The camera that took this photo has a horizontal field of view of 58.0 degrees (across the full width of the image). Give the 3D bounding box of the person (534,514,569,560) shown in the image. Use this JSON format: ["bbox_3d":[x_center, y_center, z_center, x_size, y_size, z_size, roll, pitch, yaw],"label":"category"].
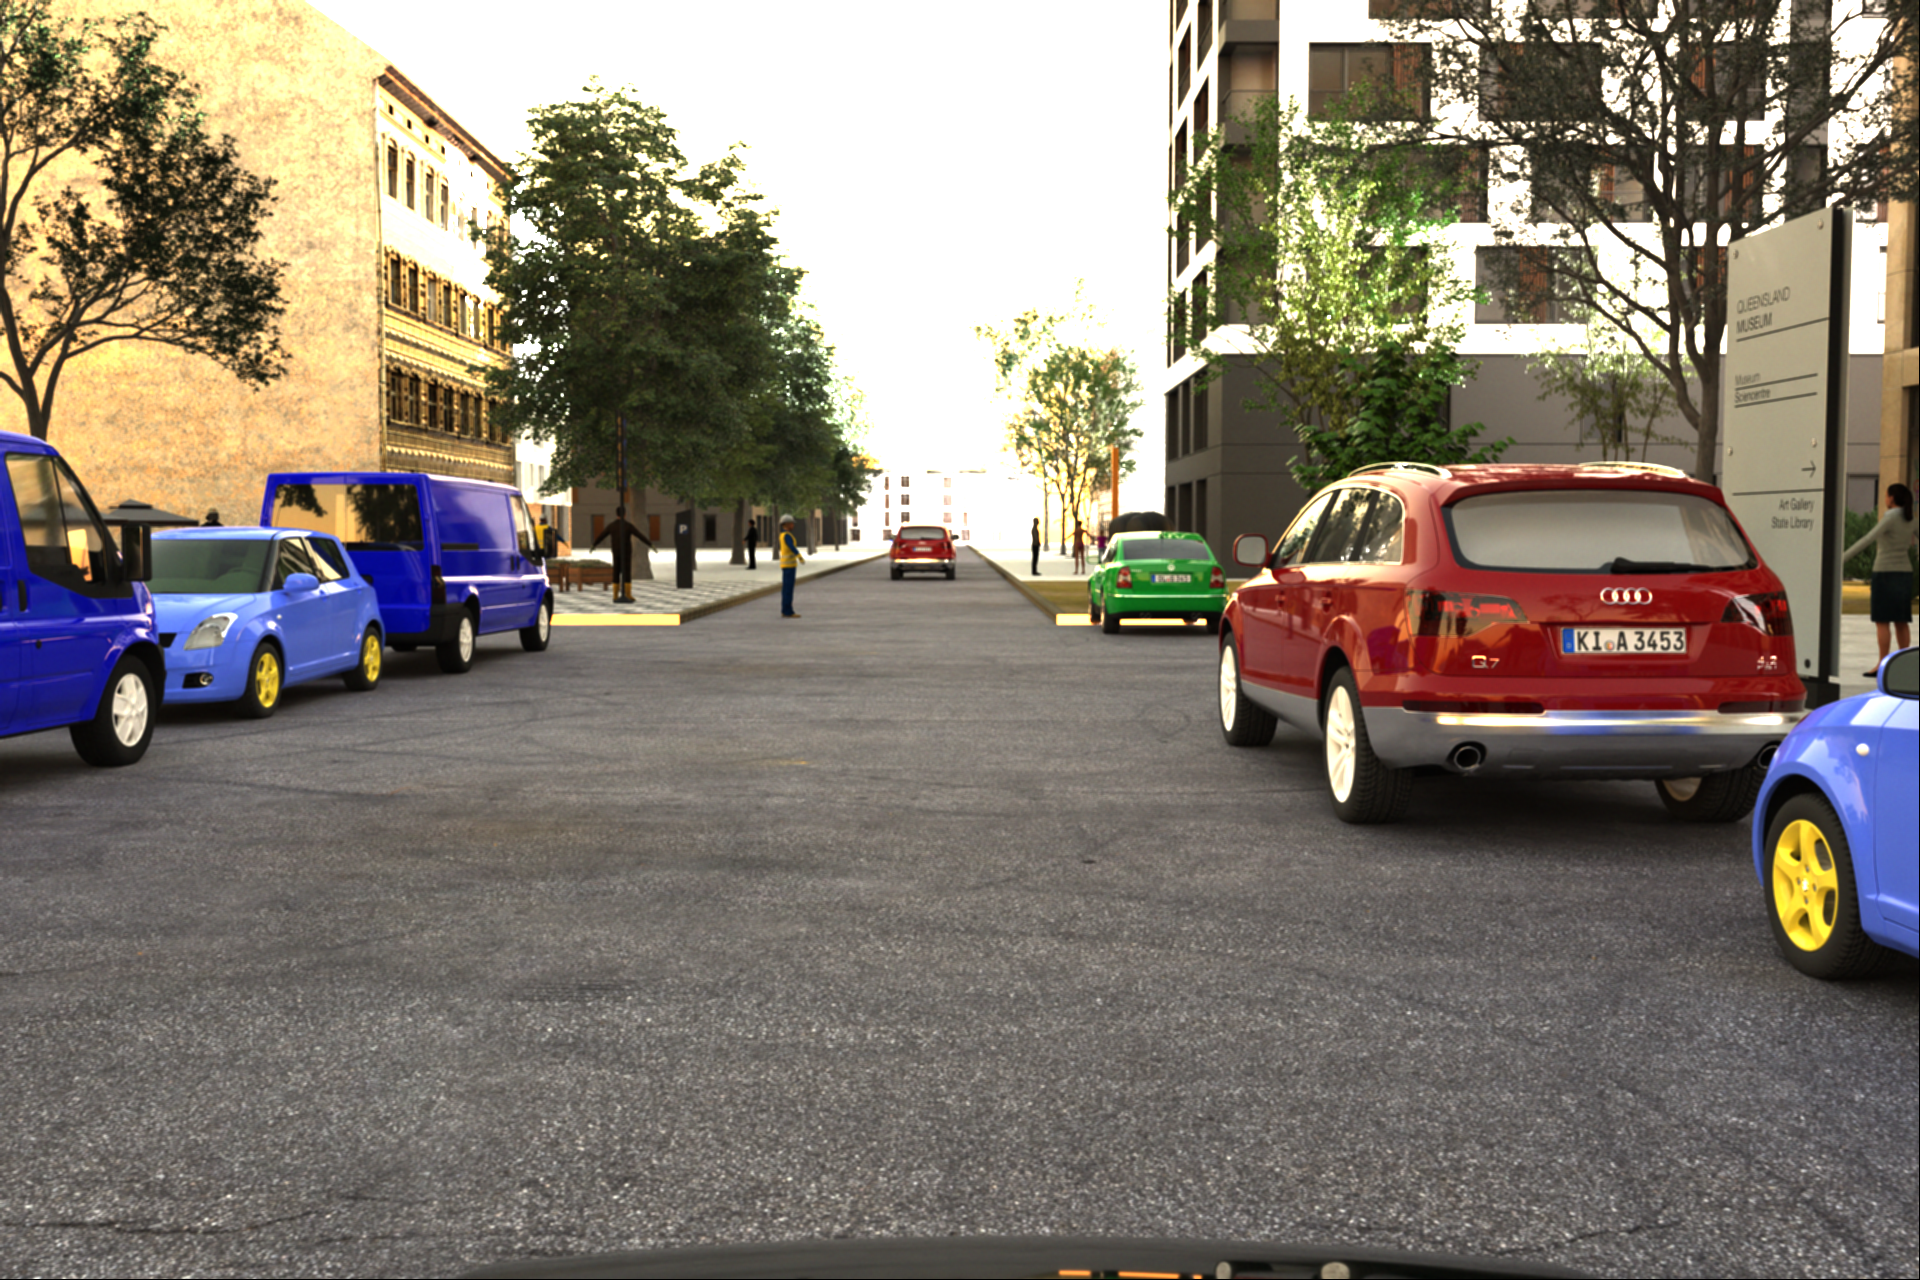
[{"bbox_3d":[-11.237,-2.496,46.778,1.349,1.833,0.705,1,4,10],"label":"person"}]

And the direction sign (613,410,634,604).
[{"bbox_3d":[-6.253,-2.450,32.055,0.379,3.537,0.876,0,4,0],"label":"direction sign"}]

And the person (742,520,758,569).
[{"bbox_3d":[-7.599,-3.475,63.008,0.705,1.806,1.347,1,4,13],"label":"person"}]

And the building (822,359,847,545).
[{"bbox_3d":[-27.790,-21.768,199.888,27.936,21.610,32.646,0,4,-1],"label":"building"}]

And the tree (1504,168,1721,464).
[{"bbox_3d":[12.954,-5.114,33.979,4.360,8.622,3.978,0,3,0],"label":"tree"}]

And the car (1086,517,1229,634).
[{"bbox_3d":[2.936,-1.068,26.257,1.959,1.807,4.718,0,3,0],"label":"car"}]

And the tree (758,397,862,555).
[{"bbox_3d":[-9.307,-10.362,103.839,7.601,10.594,8.767,2,4,25],"label":"tree"}]

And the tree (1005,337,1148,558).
[{"bbox_3d":[6.200,-10.195,92.441,9.928,11.665,9.643,0,3,0],"label":"tree"}]

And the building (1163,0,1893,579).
[{"bbox_3d":[21.406,-13.527,65.144,27.936,21.610,32.646,0,4,0],"label":"building"}]

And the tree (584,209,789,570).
[{"bbox_3d":[-9.899,-8.768,61.490,7.486,12.596,7.792,0,3,0],"label":"tree"}]

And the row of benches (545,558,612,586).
[{"bbox_3d":[-10.299,-1.775,44.480,4.104,0.672,1.422,3,5,44],"label":"row of benches"}]

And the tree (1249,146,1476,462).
[{"bbox_3d":[7.323,-5.061,33.104,4.737,8.622,4.395,0,3,0],"label":"tree"}]

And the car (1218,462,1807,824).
[{"bbox_3d":[2.852,-0.089,10.126,2.281,1.827,5.304,0,4,-1],"label":"car"}]

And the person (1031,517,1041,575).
[{"bbox_3d":[2.389,-2.930,54.026,0.705,1.813,1.348,0,4,0],"label":"person"}]

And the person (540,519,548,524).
[{"bbox_3d":[-13.344,-3.017,55.455,1.347,1.817,0.704,3,4,36],"label":"person"}]

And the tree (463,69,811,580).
[{"bbox_3d":[-8.983,-8.656,48.181,9.857,13.997,8.962,0,3,0],"label":"tree"}]

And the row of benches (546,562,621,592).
[{"bbox_3d":[-9.400,-1.378,37.992,4.104,0.672,1.422,-3,5,-42],"label":"row of benches"}]

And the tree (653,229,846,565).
[{"bbox_3d":[-9.369,-10.162,72.810,9.857,13.997,8.962,0,3,0],"label":"tree"}]

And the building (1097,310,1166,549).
[{"bbox_3d":[21.981,-19.500,149.756,19.493,23.208,18.063,0,4,0],"label":"building"}]

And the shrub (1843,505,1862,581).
[{"bbox_3d":[24.196,-2.656,47.463,1.661,2.075,1.752,0,3,0],"label":"shrub"}]

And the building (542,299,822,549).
[{"bbox_3d":[-28.598,-19.760,167.058,27.936,21.610,32.646,0,4,0],"label":"building"}]

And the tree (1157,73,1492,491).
[{"bbox_3d":[8.394,-7.019,40.523,9.928,11.665,9.643,0,3,0],"label":"tree"}]

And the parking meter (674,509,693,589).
[{"bbox_3d":[-6.497,-2.141,40.714,0.399,1.863,0.255,0,4,0],"label":"parking meter"}]

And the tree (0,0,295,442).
[{"bbox_3d":[-12.704,-5.463,23.739,7.601,10.594,8.767,1,4,21],"label":"tree"}]

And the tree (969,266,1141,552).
[{"bbox_3d":[6.634,-16.405,124.111,12.611,20.169,13.585,0,3,0],"label":"tree"}]

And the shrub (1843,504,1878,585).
[{"bbox_3d":[23.057,-2.389,43.476,1.690,2.028,1.600,0,3,0],"label":"shrub"}]

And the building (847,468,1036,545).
[{"bbox_3d":[-4.296,-16.960,221.896,28.070,9.664,9.099,0,4,-2],"label":"building"}]

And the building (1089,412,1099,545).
[{"bbox_3d":[24.518,-22.248,194.686,19.493,23.208,18.063,0,3,0],"label":"building"}]

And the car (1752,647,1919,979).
[{"bbox_3d":[3.568,0.311,4.505,1.945,1.707,3.694,0,4,-1],"label":"car"}]

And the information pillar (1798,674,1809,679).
[{"bbox_3d":[6.945,-0.615,14.545,0.304,2.012,0.304,0,3,0],"label":"information pillar"}]

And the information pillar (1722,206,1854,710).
[{"bbox_3d":[6.297,-1.344,13.288,0.184,3.620,1.656,0,4,0],"label":"information pillar"}]

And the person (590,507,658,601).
[{"bbox_3d":[-6.451,-1.648,33.084,1.346,1.812,0.704,1,4,8],"label":"person"}]

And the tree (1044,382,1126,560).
[{"bbox_3d":[6.174,-8.160,83.782,4.360,8.622,3.978,0,3,0],"label":"tree"}]

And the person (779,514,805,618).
[{"bbox_3d":[-2.879,-1.279,29.833,0.721,1.772,1.216,-1,4,-19],"label":"person"}]

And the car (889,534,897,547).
[{"bbox_3d":[-3.399,-5.990,107.520,1.945,1.707,3.694,0,3,0],"label":"car"}]

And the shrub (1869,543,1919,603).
[{"bbox_3d":[17.299,-1.273,31.937,1.383,1.207,1.383,0,3,0],"label":"shrub"}]

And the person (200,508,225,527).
[{"bbox_3d":[-16.475,-1.986,38.247,1.354,1.856,0.705,-3,4,-37],"label":"person"}]

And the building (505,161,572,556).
[{"bbox_3d":[-27.895,-14.241,89.262,16.016,20.090,11.380,0,3,0],"label":"building"}]

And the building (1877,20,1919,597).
[{"bbox_3d":[27.761,-13.042,16.444,19.351,26.588,34.151,0,4,0],"label":"building"}]

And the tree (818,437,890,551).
[{"bbox_3d":[-9.436,-12.048,131.398,8.767,10.594,7.601,-2,4,-24],"label":"tree"}]

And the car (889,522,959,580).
[{"bbox_3d":[-1.162,-2.870,55.591,2.281,1.827,5.304,0,4,0],"label":"car"}]

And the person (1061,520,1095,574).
[{"bbox_3d":[3.810,-2.985,55.611,1.217,1.733,0.721,-1,4,-23],"label":"person"}]

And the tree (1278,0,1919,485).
[{"bbox_3d":[9.244,-6.793,21.434,12.009,13.543,11.850,0,3,0],"label":"tree"}]

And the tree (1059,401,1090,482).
[{"bbox_3d":[18.768,-22.442,222.821,12.611,20.169,13.585,0,3,0],"label":"tree"}]

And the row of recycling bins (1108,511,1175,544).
[{"bbox_3d":[3.367,-1.574,32.845,1.069,1.692,3.534,0,4,-2],"label":"row of recycling bins"}]

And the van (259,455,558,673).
[{"bbox_3d":[-6.012,-0.923,19.471,2.240,2.365,5.245,0,4,0],"label":"van"}]

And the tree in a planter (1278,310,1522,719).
[{"bbox_3d":[3.432,-1.016,13.838,1.991,3.239,1.994,0,4,0],"label":"tree in a planter"}]

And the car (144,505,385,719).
[{"bbox_3d":[-6.208,-0.304,14.567,1.945,1.707,3.694,0,4,0],"label":"car"}]

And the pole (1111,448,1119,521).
[{"bbox_3d":[3.667,-2.885,41.014,0.158,3.312,0.155,0,3,0],"label":"pole"}]

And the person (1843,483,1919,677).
[{"bbox_3d":[8.319,-0.534,15.559,1.217,1.735,0.721,-1,4,-19],"label":"person"}]

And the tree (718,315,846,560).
[{"bbox_3d":[-9.390,-10.239,85.540,7.486,12.596,7.792,0,3,0],"label":"tree"}]

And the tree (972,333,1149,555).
[{"bbox_3d":[6.338,-11.889,104.747,12.009,13.543,11.850,0,3,0],"label":"tree"}]

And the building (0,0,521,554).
[{"bbox_3d":[-28.085,-14.279,64.392,19.493,23.208,18.063,0,4,-1],"label":"building"}]

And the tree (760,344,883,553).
[{"bbox_3d":[-9.970,-12.747,115.076,9.857,13.997,8.962,0,3,0],"label":"tree"}]

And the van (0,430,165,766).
[{"bbox_3d":[-6.050,-0.280,8.960,2.240,2.365,5.245,0,4,0],"label":"van"}]

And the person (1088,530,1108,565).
[{"bbox_3d":[5.241,-3.353,64.089,0.991,1.433,0.599,0,4,-3],"label":"person"}]
